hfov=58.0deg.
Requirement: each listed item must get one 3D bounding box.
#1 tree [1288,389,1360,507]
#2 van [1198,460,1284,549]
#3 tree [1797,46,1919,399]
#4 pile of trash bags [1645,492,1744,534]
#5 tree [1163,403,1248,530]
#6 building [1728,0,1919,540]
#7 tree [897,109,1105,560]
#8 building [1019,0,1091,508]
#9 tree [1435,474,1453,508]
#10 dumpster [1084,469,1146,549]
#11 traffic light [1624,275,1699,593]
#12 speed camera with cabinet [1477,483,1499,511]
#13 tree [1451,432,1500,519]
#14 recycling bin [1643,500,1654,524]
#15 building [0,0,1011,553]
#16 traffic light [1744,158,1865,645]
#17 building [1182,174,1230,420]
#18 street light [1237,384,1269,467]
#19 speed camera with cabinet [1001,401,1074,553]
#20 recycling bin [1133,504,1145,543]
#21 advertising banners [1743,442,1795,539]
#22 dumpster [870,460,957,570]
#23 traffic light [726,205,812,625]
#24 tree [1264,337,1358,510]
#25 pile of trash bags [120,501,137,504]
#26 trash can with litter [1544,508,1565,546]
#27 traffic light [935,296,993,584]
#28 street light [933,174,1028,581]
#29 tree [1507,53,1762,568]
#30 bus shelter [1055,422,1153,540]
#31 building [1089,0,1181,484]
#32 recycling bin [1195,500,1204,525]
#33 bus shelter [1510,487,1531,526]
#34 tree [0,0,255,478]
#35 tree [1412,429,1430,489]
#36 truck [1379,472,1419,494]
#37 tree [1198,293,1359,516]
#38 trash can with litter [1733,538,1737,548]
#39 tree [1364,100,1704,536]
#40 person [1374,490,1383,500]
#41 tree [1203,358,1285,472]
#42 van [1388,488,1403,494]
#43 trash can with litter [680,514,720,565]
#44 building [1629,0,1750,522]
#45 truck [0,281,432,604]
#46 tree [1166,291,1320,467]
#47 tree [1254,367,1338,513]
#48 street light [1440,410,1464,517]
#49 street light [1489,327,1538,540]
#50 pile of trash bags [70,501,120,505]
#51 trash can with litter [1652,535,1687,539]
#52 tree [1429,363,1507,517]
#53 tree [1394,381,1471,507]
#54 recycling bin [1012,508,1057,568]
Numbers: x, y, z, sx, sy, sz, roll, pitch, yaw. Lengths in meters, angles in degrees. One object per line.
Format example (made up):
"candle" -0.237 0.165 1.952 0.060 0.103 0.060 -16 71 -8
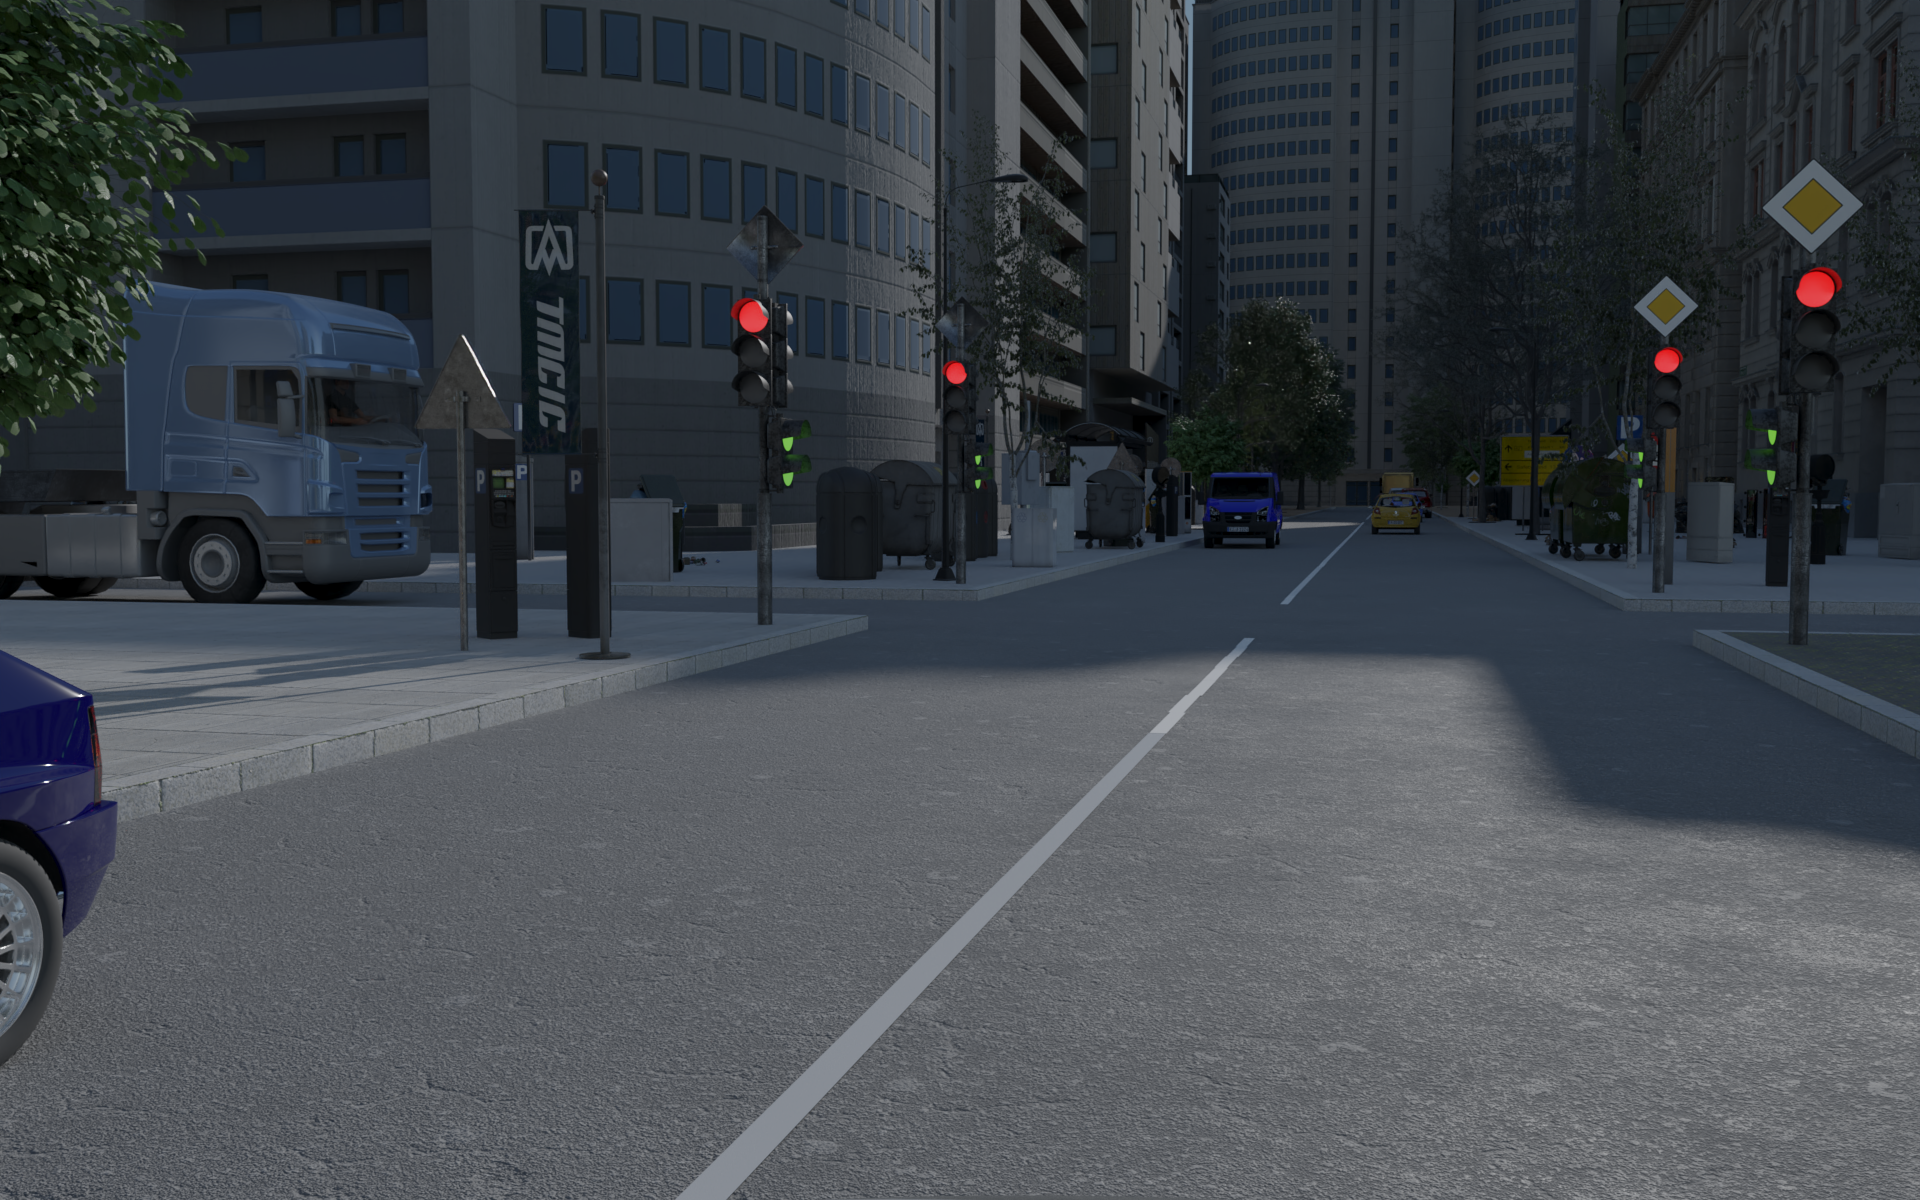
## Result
"tree" 34.552 -15.211 166.829 7.486 12.596 7.792 0 3 0
"van" 7.766 -2.629 47.376 2.240 2.365 5.245 1 4 13
"tree" 15.726 -4.712 27.400 4.360 8.622 3.978 0 3 0
"pile of trash bags" 24.225 -2.914 57.391 1.912 1.369 3.447 -2 4 -31
"tree" 8.980 -4.844 62.910 4.285 4.588 4.351 0 3 0
"building" 33.907 -16.393 55.408 14.401 28.519 23.554 1 4 14
"tree" 0.973 -5.065 33.169 4.360 8.622 3.978 0 3 0
"building" -5.589 -28.450 88.867 21.300 48.544 21.600 1 4 14
"tree" 44.540 -10.124 160.126 1.663 3.219 1.824 0 3 0
"dumpster" 3.646 -2.148 40.872 1.264 1.857 1.865 1 4 14
"traffic light" 9.070 -2.049 22.428 0.839 4.253 0.868 1 4 14
"speed camera with cabinet" 29.033 -6.095 93.996 2.038 3.252 0.660 -2 4 -29
"tree" 26.907 -6.448 89.131 4.285 4.588 4.351 0 3 0
"recycling bin" 30.329 -3.856 75.601 0.722 1.027 0.722 -1 4 -22
"building" -11.400 -31.091 50.335 21.231 58.520 28.212 1 4 14
"traffic light" 7.139 -1.575 14.679 0.839 4.253 0.868 1 4 14
"building" 17.561 -23.747 159.972 14.107 30.474 14.160 1 4 14
"street light" 12.278 -6.150 73.097 1.470 5.913 1.316 1 4 14
"speed camera with cabinet" 1.695 -2.635 37.413 0.660 3.252 2.038 3 4 37
"recycling bin" 4.401 -2.007 45.371 0.722 1.027 0.722 2 4 28
"advertising banners" 23.255 -3.277 49.768 0.090 3.025 2.074 -1 4 -12
"dumpster" -0.829 -1.483 30.004 1.264 1.857 1.865 1 4 14
"traffic light" -1.901 -1.712 16.906 0.839 4.253 0.868 1 4 14
"tree" 28.018 -14.399 142.073 9.857 13.997 8.962 0 3 0
"pile of trash bags" -40.835 -4.811 88.404 3.447 1.369 1.912 2 4 29
"trash can with litter" 14.801 -1.937 43.057 0.624 1.170 1.055 0 4 -1
"traffic light" 0.030 -2.186 24.655 0.839 4.253 0.868 1 4 14
"street light" 0.307 -3.233 25.397 1.470 5.913 1.316 1 4 14
"tree" 11.669 -4.864 29.892 4.360 8.622 3.978 0 3 0
"bus shelter" 4.330 -3.504 51.210 2.014 3.302 5.546 1 4 14
"building" 0.044 -32.198 115.672 28.713 52.752 27.495 1 4 14
"recycling bin" 9.909 -3.702 73.081 0.722 1.027 0.722 1 4 9
"bus shelter" 22.563 -4.521 67.847 2.014 3.302 5.546 1 4 14
"tree" -5.366 -1.525 8.653 4.285 4.588 4.351 0 3 0
"tree" 39.781 -11.799 143.280 4.360 8.622 3.978 0 3 0
"truck" 38.624 -9.584 152.625 3.469 3.379 9.791 1 4 15
"tree" 17.998 -11.147 99.262 9.611 12.733 9.660 0 3 0
"trash can with litter" 18.296 -1.843 41.521 0.624 1.170 1.055 0 4 -4
"tree" 17.954 -8.781 53.939 12.009 13.543 11.850 0 3 0
"person" 34.940 -8.240 143.938 1.217 1.736 0.721 -1 4 -18
"tree" 14.862 -8.538 89.957 4.737 8.622 4.395 0 3 0
"van" 29.949 -6.801 118.214 2.013 2.044 4.112 1 4 13
"trash can with litter" -5.237 -1.278 31.947 1.678 1.210 2.233 -1 4 -20
"building" 38.790 -17.268 79.587 12.463 27.353 25.104 1 4 14
"truck" -15.638 -2.110 24.261 18.799 4.110 2.967 1 4 16
"tree" 12.954 -8.869 79.422 7.601 10.594 8.767 1 4 9
"tree" 21.886 -11.792 118.557 9.928 11.665 9.643 0 3 0
"street light" 27.095 -7.514 95.391 1.470 5.913 1.316 1 4 14
"street light" 15.416 -4.632 48.268 1.470 5.913 1.316 1 4 14
"pile of trash bags" -40.953 -4.301 80.079 3.447 1.369 1.912 2 4 29
"trash can with litter" 20.957 -2.357 49.594 2.233 1.210 1.678 1 4 20
"tree" 29.133 -9.047 98.288 4.360 8.622 3.978 0 3 0
"tree" 46.566 -15.406 170.016 7.486 12.596 7.792 0 3 0
"recycling bin" 1.317 -1.103 30.593 0.722 1.027 0.722 1 4 9
